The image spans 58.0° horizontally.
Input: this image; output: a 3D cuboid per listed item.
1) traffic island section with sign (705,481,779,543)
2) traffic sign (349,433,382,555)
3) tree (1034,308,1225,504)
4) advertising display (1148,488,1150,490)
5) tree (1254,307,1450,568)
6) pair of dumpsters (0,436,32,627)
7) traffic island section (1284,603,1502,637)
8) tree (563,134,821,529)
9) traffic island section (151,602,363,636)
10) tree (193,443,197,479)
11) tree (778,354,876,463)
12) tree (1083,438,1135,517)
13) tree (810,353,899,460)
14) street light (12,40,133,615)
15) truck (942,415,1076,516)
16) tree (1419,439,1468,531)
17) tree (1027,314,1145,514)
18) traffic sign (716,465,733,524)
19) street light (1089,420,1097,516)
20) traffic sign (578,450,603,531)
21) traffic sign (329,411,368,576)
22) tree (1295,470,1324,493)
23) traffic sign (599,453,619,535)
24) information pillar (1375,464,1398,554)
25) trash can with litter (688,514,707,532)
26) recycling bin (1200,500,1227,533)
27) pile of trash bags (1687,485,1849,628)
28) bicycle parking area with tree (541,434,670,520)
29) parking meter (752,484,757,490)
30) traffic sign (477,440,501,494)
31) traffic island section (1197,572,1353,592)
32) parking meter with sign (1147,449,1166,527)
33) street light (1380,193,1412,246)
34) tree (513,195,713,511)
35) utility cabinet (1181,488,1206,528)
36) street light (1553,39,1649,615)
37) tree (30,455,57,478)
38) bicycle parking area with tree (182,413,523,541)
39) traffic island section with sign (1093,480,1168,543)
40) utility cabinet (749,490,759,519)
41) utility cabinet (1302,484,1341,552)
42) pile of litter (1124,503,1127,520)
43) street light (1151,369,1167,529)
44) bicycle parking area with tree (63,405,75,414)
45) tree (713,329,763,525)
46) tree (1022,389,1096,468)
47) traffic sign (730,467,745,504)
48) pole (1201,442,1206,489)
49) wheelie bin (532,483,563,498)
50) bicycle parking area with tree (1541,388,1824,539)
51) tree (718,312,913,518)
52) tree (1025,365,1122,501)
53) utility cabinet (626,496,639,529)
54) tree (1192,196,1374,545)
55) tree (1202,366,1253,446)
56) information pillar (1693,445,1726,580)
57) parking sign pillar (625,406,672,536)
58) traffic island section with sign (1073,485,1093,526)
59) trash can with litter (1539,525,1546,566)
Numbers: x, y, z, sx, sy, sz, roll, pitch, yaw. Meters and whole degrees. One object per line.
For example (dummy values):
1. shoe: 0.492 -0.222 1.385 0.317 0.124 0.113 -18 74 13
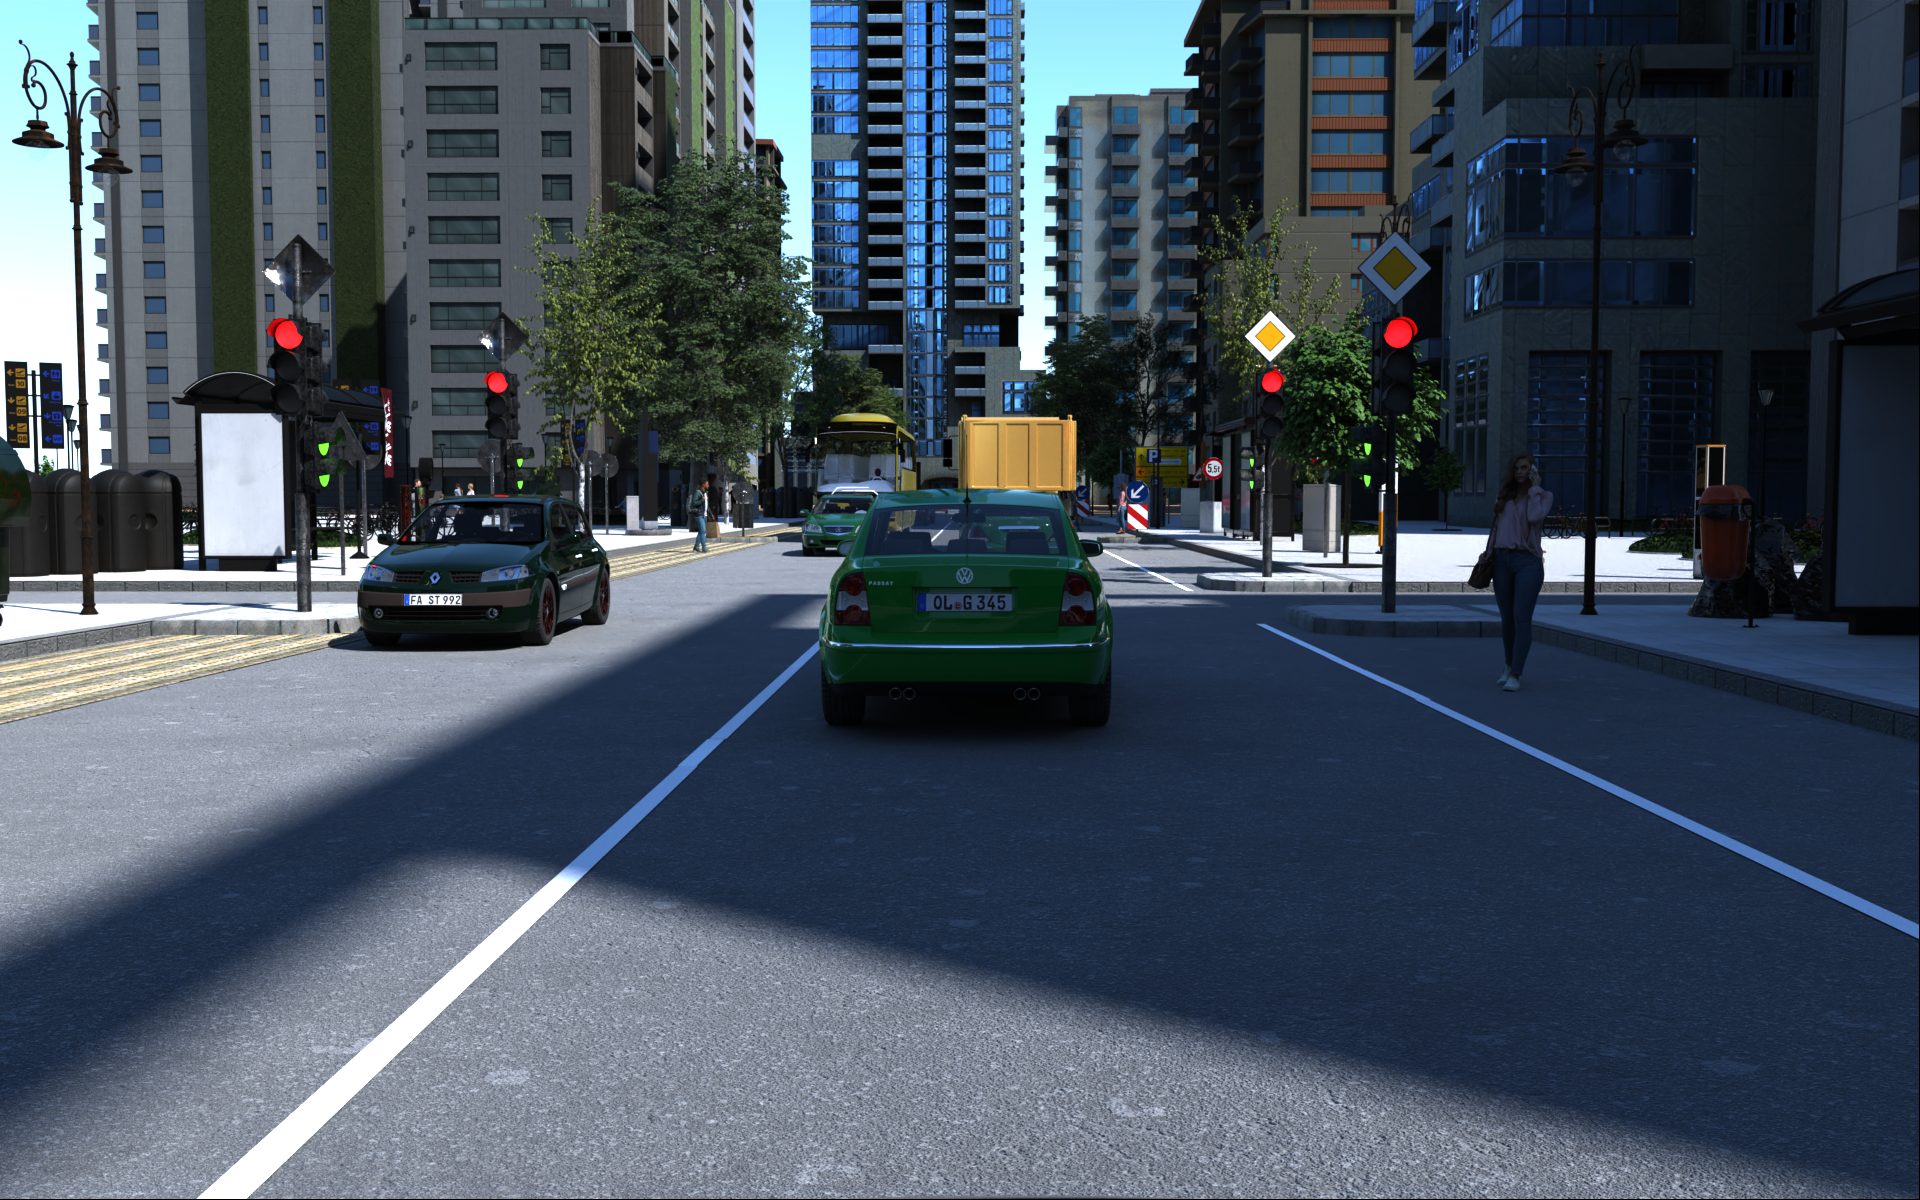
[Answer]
1. traffic island section with sign: -6.446 -2.622 51.500 1.989 1.847 2.006 0 4 1
2. traffic sign: -12.441 -2.206 36.170 0.768 2.556 0.104 0 4 2
3. tree: 8.840 -9.364 87.512 8.767 10.594 7.601 -1 4 -16
4. advertising display: 10.775 -5.772 99.592 0.123 1.923 0.974 -1 4 -14
5. tree: 6.830 -2.858 30.440 4.285 4.588 4.351 0 3 0
6. pair of dumpsters: -9.476 -0.709 14.081 1.574 2.255 4.437 0 4 1
7. traffic island section: 4.665 0.215 18.766 2.009 0.180 2.903 0 4 1
8. tree: -9.672 -9.552 62.833 9.857 13.997 8.962 0 3 0
9. traffic island section: -7.176 0.206 18.918 2.009 0.180 2.903 0 4 1
10. tree: -15.580 -2.615 37.350 1.663 3.219 1.824 0 3 0
11. tree: -8.344 -10.915 112.876 7.601 10.594 8.767 -1 4 -14
12. tree: 8.464 -6.847 95.659 4.285 4.588 4.351 0 3 0
13. tree: -8.628 -13.551 139.687 7.486 12.596 7.792 0 3 0
14. street light: -9.279 -2.782 18.275 0.468 5.910 1.993 0 4 1
15. truck: 1.258 -2.837 42.306 3.469 3.379 9.791 0 4 0
16. tree: 16.917 -4.037 60.612 1.663 3.219 1.824 0 3 0
17. tree: 8.066 -11.682 109.122 7.486 12.596 7.792 0 3 0
18. traffic sign: -10.233 -4.601 75.338 0.768 2.556 0.104 0 4 5
19. street light: 7.720 -7.823 100.699 0.468 5.910 1.993 0 4 1
20. traffic sign: -10.716 -3.065 50.211 0.768 2.556 0.104 1 4 10
21. traffic sign: -9.719 -1.665 27.223 0.884 2.594 0.081 1 4 9
22. tree: 13.609 -4.492 68.043 1.663 3.219 1.824 0 3 0
23. traffic sign: -11.021 -3.298 54.033 0.768 2.556 0.104 1 4 9
24. information pillar: 9.166 -2.796 37.072 0.504 3.616 0.183 -2 4 -32
25. trash can with litter: -8.657 -2.852 58.010 1.055 1.170 0.624 3 4 37
26. recycling bin: 8.425 -2.738 57.323 0.722 1.027 0.722 -2 4 -33
27. pile of trash bags: 8.434 -0.493 17.815 1.912 1.369 3.447 3 5 44
28. bicycle parking area with tree: -18.527 -5.974 84.673 9.016 4.147 8.231 3 4 37
29. parking meter: -11.892 -5.751 99.735 0.399 1.863 0.255 -3 5 -41
30. traffic sign: -11.009 -2.489 40.805 0.768 2.556 0.104 0 4 6
31. traffic island section: 4.764 -0.273 26.751 2.009 0.180 2.903 0 4 1
32. parking meter with sign: 7.699 -4.363 67.602 0.543 3.016 1.738 1 4 16
33. street light: 6.729 -3.313 26.952 0.468 5.910 1.993 0 4 1
34. tree: -9.482 -5.707 43.671 4.737 8.622 4.395 0 3 0
35. utility cabinet: 8.813 -3.468 65.376 0.318 1.500 1.173 -2 4 -30
36. street light: 6.696 -2.781 18.263 0.468 5.910 1.993 0 4 1
37. tree: -41.256 -5.123 78.367 1.663 3.219 1.824 0 3 0
38. bicycle parking area with tree: -18.920 -3.901 50.787 9.016 4.147 8.231 2 4 24
39. traffic island section with sign: 5.083 -2.613 51.348 1.989 1.847 2.006 0 4 1
40. utility cabinet: -10.526 -4.884 88.530 0.318 1.500 1.173 -1 4 -18
41. utility cabinet: 8.000 -1.810 38.265 0.318 1.500 1.173 -1 4 -17
42. pile of litter: 8.415 -4.326 84.691 1.176 0.858 1.719 0 4 -8
43. street light: 7.309 -5.568 63.824 0.468 5.910 1.993 0 4 1
44. bicycle parking area with tree: -31.207 -4.190 55.516 8.231 4.147 9.016 0 4 6
45. tree: -9.825 -7.455 72.250 4.737 8.622 4.395 0 3 0
46. tree: 9.786 -16.294 176.783 12.009 13.543 11.850 0 3 0
47. traffic sign: -10.493 -5.010 81.925 0.884 2.594 0.081 1 4 9
48. pole: 9.493 -4.509 67.562 0.158 3.312 0.155 0 3 0
49. wheelie bin: -11.227 -2.405 47.229 0.980 1.594 0.693 0 4 -3
50. bicycle parking area with tree: 20.958 -3.815 49.375 9.016 4.147 8.231 -1 4 -9
51. tree: -9.365 -10.141 91.559 9.928 11.665 9.643 0 3 0
52. tree: 8.783 -12.700 133.396 9.928 11.665 9.643 0 3 0
53. utility cabinet: -10.990 -2.972 59.758 1.020 1.237 0.306 -1 4 -11
54. tree: 7.736 -5.660 42.899 4.737 8.622 4.395 0 3 0
55. tree: 15.752 -9.088 98.949 4.360 8.622 3.978 0 3 0
56. information pillar: 11.231 -1.314 25.969 0.304 2.012 0.304 -1 4 -9
57. parking sign pillar: -9.709 -4.000 53.868 1.447 3.967 1.447 -1 4 -18
58. traffic island section with sign: 5.411 -4.285 78.680 1.989 1.847 2.006 0 4 1
59. trash can with litter: 9.935 -1.162 30.388 0.624 1.170 1.055 2 4 27
